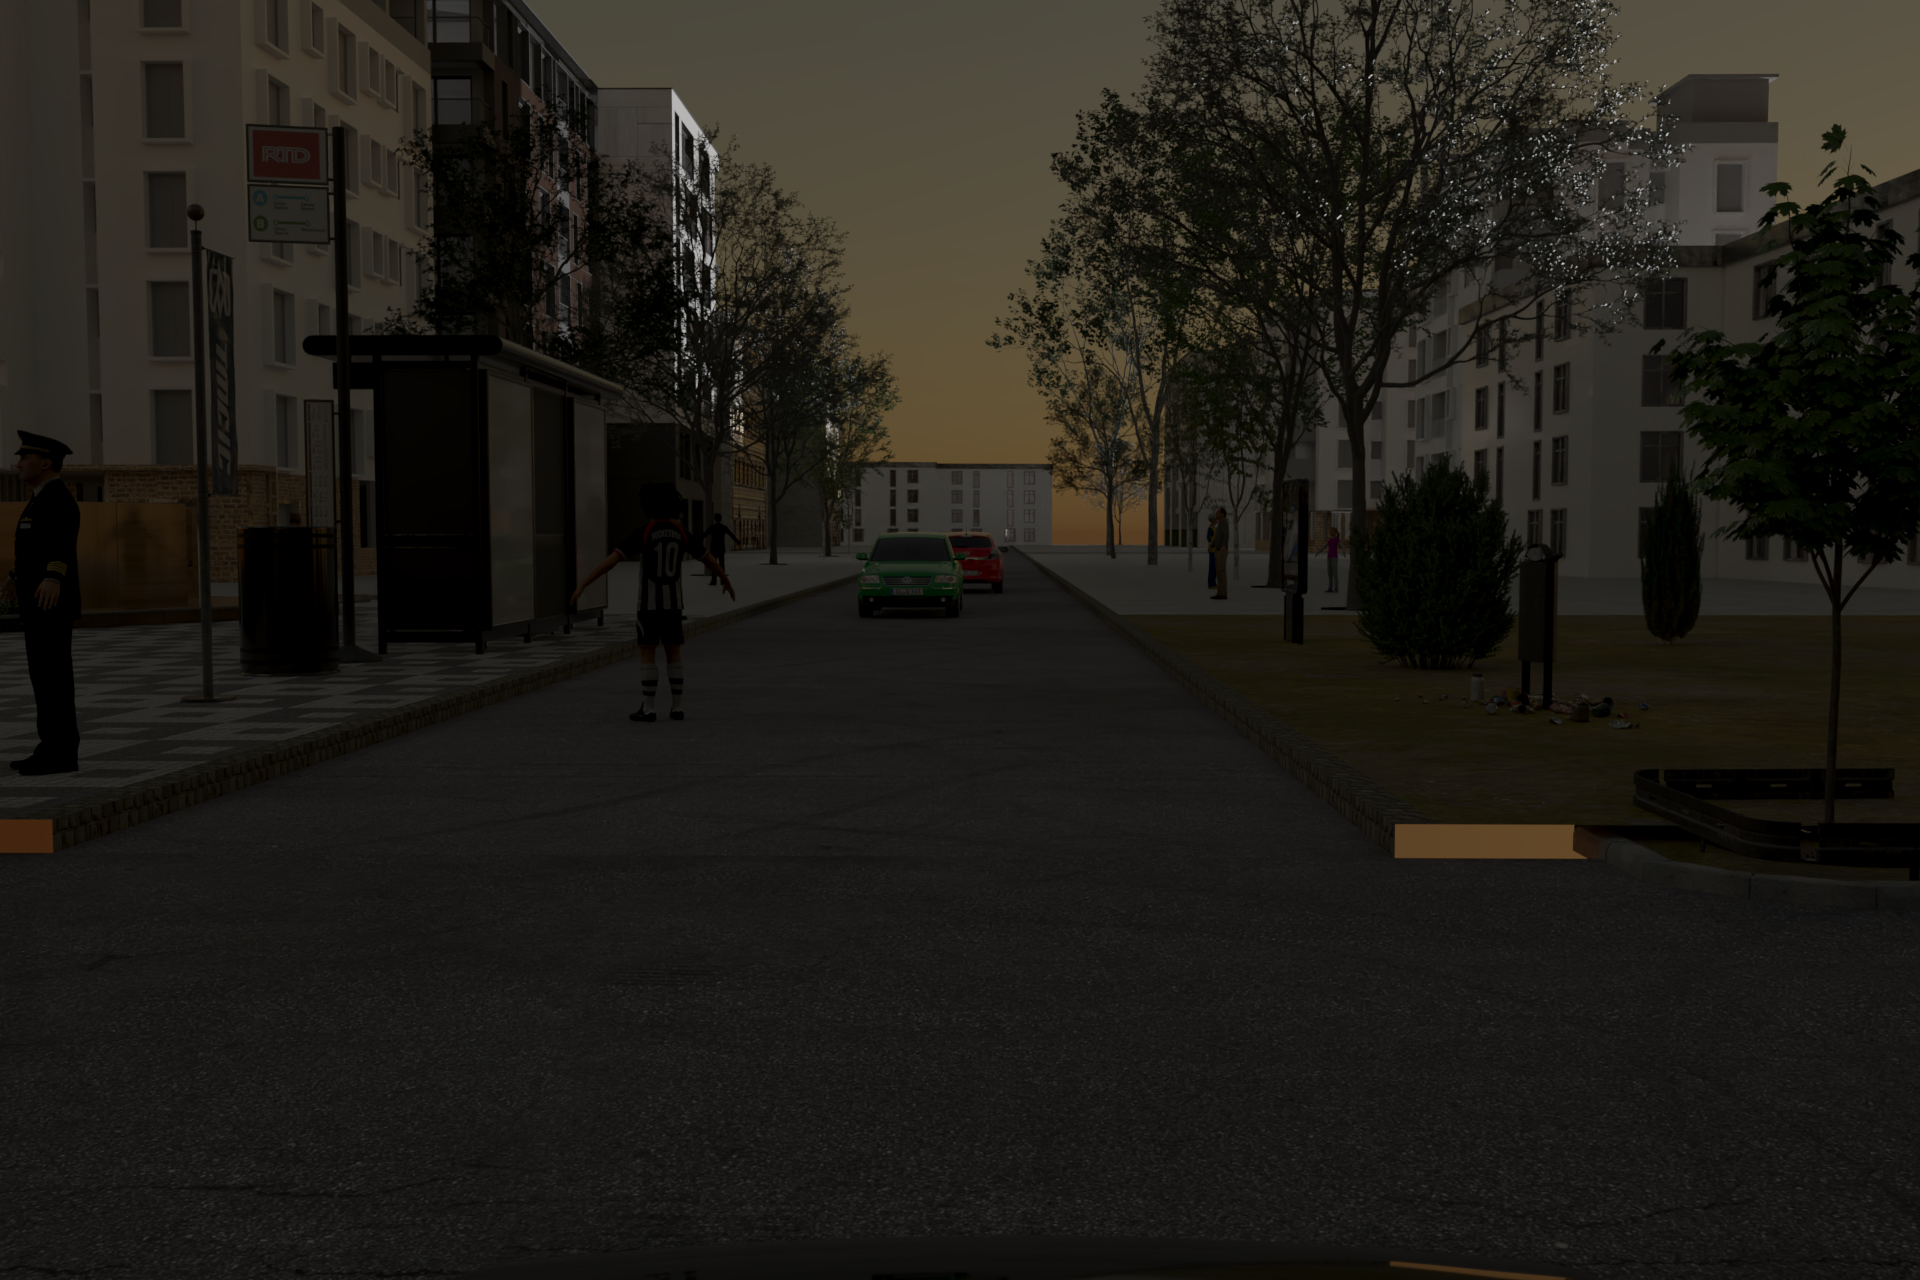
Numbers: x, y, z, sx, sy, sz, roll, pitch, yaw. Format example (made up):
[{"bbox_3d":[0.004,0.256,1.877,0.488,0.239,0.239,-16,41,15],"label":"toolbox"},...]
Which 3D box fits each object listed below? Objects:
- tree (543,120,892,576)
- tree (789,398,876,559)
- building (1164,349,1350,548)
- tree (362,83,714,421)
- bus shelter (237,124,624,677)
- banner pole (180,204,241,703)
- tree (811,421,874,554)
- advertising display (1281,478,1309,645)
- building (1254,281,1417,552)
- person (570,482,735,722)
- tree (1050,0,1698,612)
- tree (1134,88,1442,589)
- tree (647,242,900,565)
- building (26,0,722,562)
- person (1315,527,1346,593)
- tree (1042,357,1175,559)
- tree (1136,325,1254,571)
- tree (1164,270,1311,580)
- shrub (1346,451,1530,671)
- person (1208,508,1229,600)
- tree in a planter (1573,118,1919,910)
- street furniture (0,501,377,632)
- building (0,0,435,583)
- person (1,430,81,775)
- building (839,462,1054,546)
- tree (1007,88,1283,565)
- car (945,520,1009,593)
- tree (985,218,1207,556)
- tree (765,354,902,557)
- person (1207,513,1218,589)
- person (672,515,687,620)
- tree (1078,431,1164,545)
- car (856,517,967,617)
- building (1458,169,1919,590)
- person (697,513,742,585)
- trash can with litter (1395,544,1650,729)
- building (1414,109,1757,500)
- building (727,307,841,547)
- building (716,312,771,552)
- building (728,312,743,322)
[{"bbox_3d":[-7.707,-8.688,52.423,12.009,13.543,11.850,0,3,0],"label":"tree"},{"bbox_3d":[-6.756,-8.430,88.196,4.737,8.622,4.395,0,3,0],"label":"tree"},{"bbox_3d":[30.525,-18.828,174.303,16.747,18.905,31.486,0,4,1],"label":"building"},{"bbox_3d":[-8.494,-6.161,35.139,8.767,10.594,7.601,2,4,29],"label":"tree"},{"bbox_3d":[-5.843,-2.575,19.734,2.179,5.291,8.768,0,4,1],"label":"bus shelter"},{"bbox_3d":[-5.791,-1.434,13.471,0.401,3.779,0.863,0,4,1],"label":"banner pole"},{"bbox_3d":[-6.906,-9.836,111.179,4.360,8.622,3.978,0,3,0],"label":"tree"},{"bbox_3d":[3.951,-0.933,20.466,0.123,1.923,0.974,0,4,-1],"label":"advertising display"},{"bbox_3d":[28.231,-17.011,134.544,16.016,20.090,11.380,0,4,2],"label":"building"},{"bbox_3d":[-2.313,-0.288,13.305,1.345,1.843,0.704,-2,4,-32],"label":"person"},{"bbox_3d":[6.635,-7.228,28.552,12.009,13.543,11.850,0,3,0],"label":"tree"},{"bbox_3d":[7.673,-7.042,40.886,9.928,11.665,9.643,0,3,0],"label":"tree"},{"bbox_3d":[-7.654,-9.886,72.005,12.009,13.543,11.850,0,3,0],"label":"tree"},{"bbox_3d":[-27.085,-14.294,77.687,27.936,21.610,32.646,0,4,1],"label":"building"},{"bbox_3d":[8.093,-1.745,37.798,0.599,1.433,0.991,-2,4,-28],"label":"person"},{"bbox_3d":[7.710,-9.547,90.510,7.601,10.594,8.767,1,4,9],"label":"tree"},{"bbox_3d":[7.921,-6.674,59.478,4.360,8.622,3.978,0,3,0],"label":"tree"},{"bbox_3d":[7.682,-5.966,47.899,4.737,8.622,4.395,0,3,0],"label":"tree"},{"bbox_3d":[4.544,-0.762,16.508,1.661,2.075,1.752,0,3,0],"label":"shrub"},{"bbox_3d":[5.102,-1.696,34.002,0.705,1.796,1.348,0,4,-3],"label":"person"},{"bbox_3d":[3.816,-0.628,7.498,1.991,3.239,1.994,0,4,1],"label":"tree in a planter"},{"bbox_3d":[-15.073,-1.200,26.478,9.812,1.723,11.010,2,4,27],"label":"street furniture"},{"bbox_3d":[-23.460,-11.666,47.153,16.016,20.090,11.380,0,4,2],"label":"building"},{"bbox_3d":[-4.959,-0.209,9.358,0.705,1.837,1.347,-3,4,-36],"label":"person"},{"bbox_3d":[-3.086,-15.783,202.653,28.070,9.664,9.099,0,4,-5],"label":"building"},{"bbox_3d":[8.167,-13.261,72.702,12.611,20.169,13.585,0,3,0],"label":"tree"},{"bbox_3d":[0.152,-2.094,43.270,2.155,1.783,4.494,0,4,0],"label":"car"},{"bbox_3d":[8.179,-15.183,104.130,12.611,20.169,13.585,0,3,0],"label":"tree"},{"bbox_3d":[-7.328,-10.498,97.405,9.928,11.665,9.643,0,3,0],"label":"tree"},{"bbox_3d":[6.018,-2.086,40.578,0.721,1.772,1.216,2,4,23],"label":"person"},{"bbox_3d":[-4.286,-1.226,25.809,0.705,1.858,1.354,-3,5,-43],"label":"person"},{"bbox_3d":[18.338,-17.687,199.558,12.009,13.543,11.850,0,3,0],"label":"tree"},{"bbox_3d":[-0.852,-1.368,31.169,1.959,1.807,4.718,0,4,1],"label":"car"},{"bbox_3d":[22.924,-6.636,50.652,9.099,9.664,28.070,0,4,1],"label":"building"},{"bbox_3d":[-6.076,-2.276,43.391,1.347,1.806,0.705,-2,4,-29],"label":"person"},{"bbox_3d":[4.173,-0.085,12.453,1.678,1.210,2.233,0,4,1],"label":"trash can with litter"},{"bbox_3d":[27.519,-13.898,83.648,16.016,20.090,11.380,0,4,2],"label":"building"},{"bbox_3d":[-22.343,-21.188,177.358,19.493,23.208,18.063,0,4,1],"label":"building"},{"bbox_3d":[-25.495,-18.547,134.165,19.493,23.208,18.063,0,4,1],"label":"building"},{"bbox_3d":[-23.758,-17.890,148.920,16.016,20.090,11.380,0,4,0],"label":"building"}]
